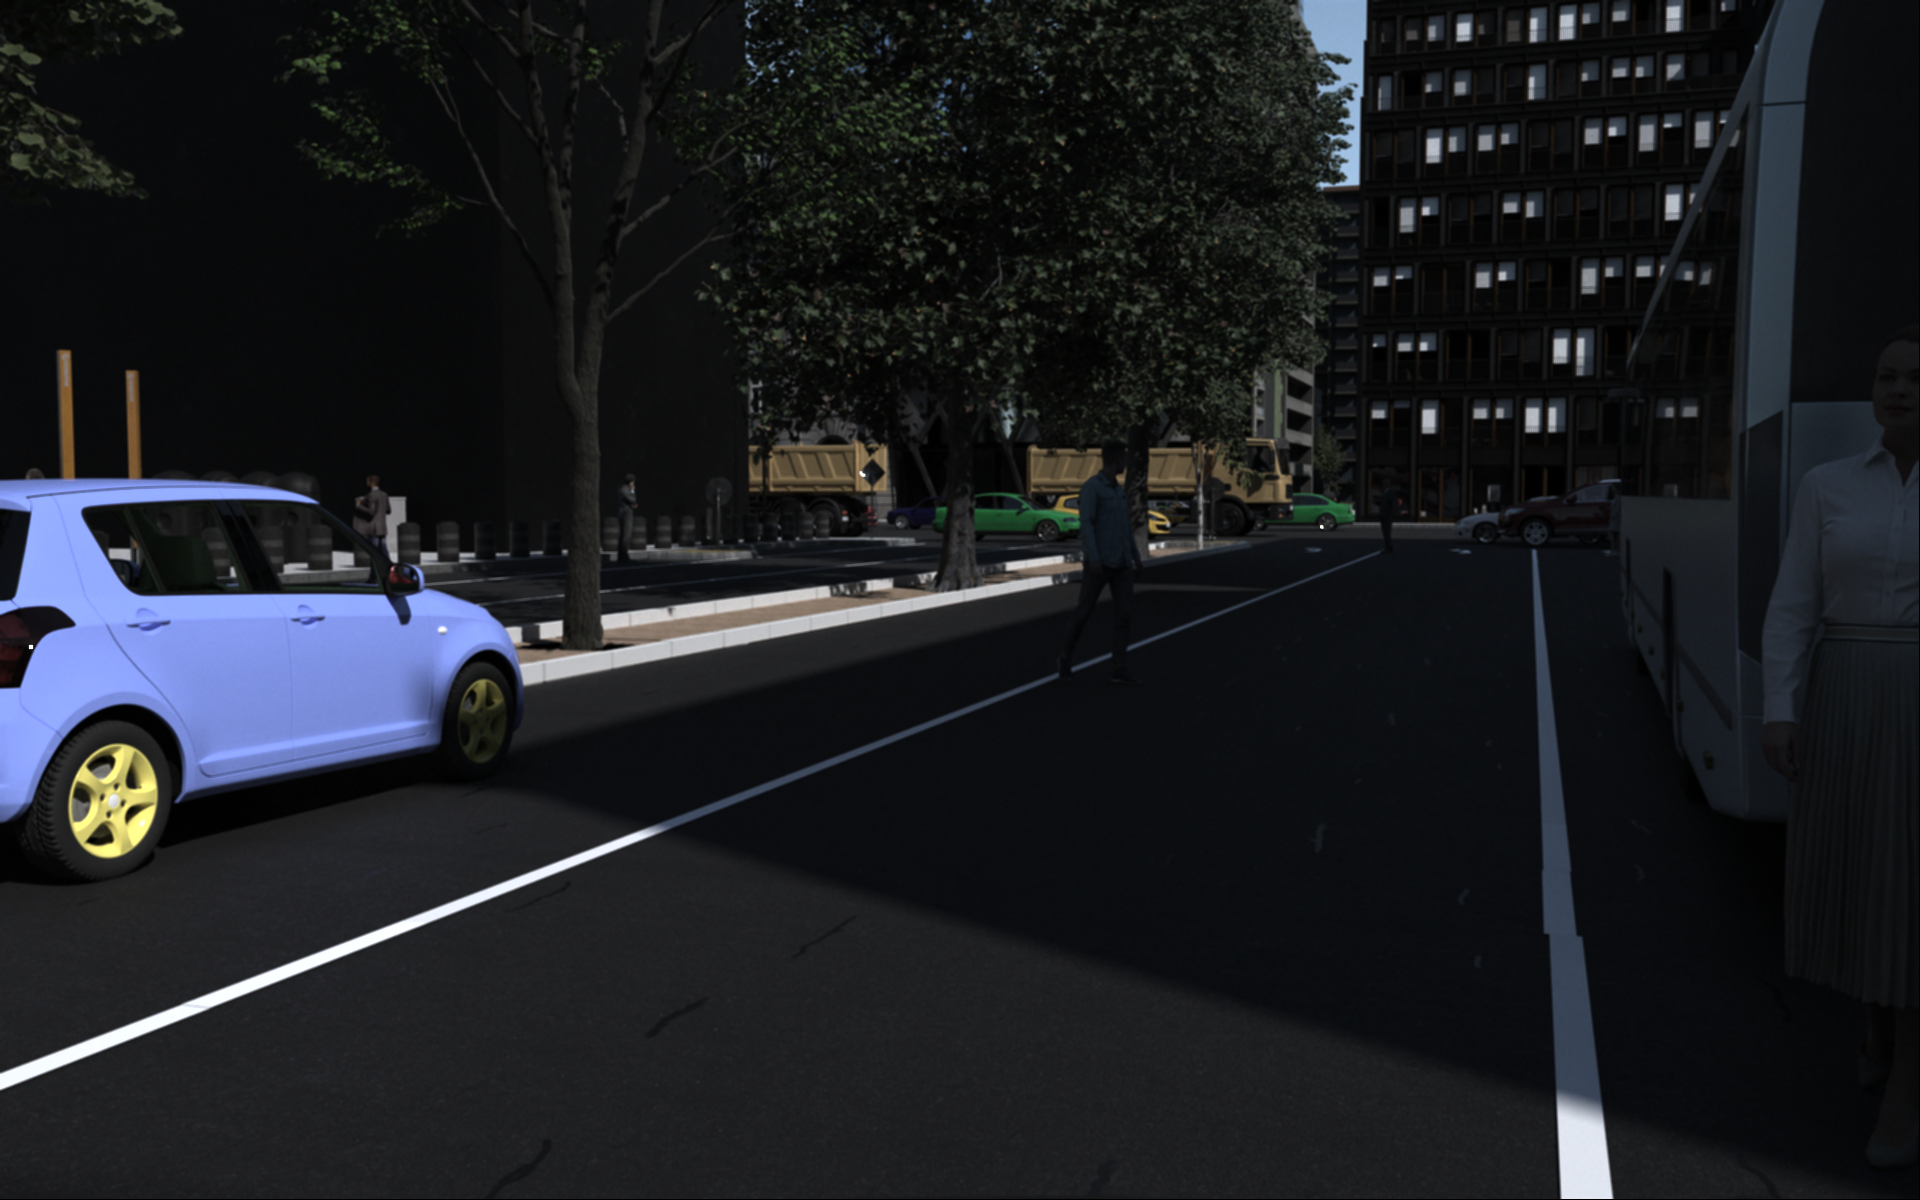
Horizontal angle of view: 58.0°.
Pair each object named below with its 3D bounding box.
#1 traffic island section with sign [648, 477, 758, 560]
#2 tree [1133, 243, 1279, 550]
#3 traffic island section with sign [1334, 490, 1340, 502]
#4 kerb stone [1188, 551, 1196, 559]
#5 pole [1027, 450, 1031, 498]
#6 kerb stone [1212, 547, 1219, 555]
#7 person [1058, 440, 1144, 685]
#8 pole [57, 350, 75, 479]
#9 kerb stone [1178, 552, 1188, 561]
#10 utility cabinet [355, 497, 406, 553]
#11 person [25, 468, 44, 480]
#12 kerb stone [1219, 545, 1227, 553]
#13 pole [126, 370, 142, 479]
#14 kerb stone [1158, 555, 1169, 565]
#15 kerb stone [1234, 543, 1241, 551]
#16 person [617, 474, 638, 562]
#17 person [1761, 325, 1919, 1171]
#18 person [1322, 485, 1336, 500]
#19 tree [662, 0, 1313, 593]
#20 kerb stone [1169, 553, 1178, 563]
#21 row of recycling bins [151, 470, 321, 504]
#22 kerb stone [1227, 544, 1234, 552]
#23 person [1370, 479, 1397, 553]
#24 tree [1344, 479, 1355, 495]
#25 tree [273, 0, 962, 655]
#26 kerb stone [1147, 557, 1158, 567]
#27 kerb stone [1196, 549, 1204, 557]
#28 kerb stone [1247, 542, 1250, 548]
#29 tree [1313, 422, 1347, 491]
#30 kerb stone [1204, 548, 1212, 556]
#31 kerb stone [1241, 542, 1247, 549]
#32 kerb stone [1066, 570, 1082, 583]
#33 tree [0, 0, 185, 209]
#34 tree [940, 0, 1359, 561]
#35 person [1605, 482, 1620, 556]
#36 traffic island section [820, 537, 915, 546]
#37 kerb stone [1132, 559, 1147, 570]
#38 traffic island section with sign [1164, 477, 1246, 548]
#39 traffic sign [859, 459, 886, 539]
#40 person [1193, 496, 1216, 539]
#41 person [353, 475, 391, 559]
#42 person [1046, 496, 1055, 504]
[{"bbox_3d":[-5.632,-1.842,38.748,1.989,1.847,2.006,1,4,18],"label":"traffic island section with sign"},{"bbox_3d":[6.030,-5.535,43.311,4.737,8.622,4.395,0,3,0],"label":"tree"},{"bbox_3d":[35.795,-9.537,164.563,1.989,1.847,2.006,1,4,18],"label":"traffic island section with sign"},{"bbox_3d":[4.986,-0.969,38.092,0.120,0.150,1.000,1,4,18],"label":"kerb stone"},{"bbox_3d":[3.183,-5.263,79.894,0.158,3.312,0.155,0,3,0],"label":"pole"},{"bbox_3d":[5.941,-1.152,41.024,0.120,0.150,1.000,1,4,18],"label":"kerb stone"},{"bbox_3d":[1.093,-0.296,13.209,0.638,1.841,0.748,-3,4,-36],"label":"person"},{"bbox_3d":[-12.708,-1.885,24.656,0.158,3.312,0.155,0,3,0],"label":"pole"},{"bbox_3d":[4.670,-0.913,37.115,0.120,0.150,1.000,1,4,18],"label":"kerb stone"},{"bbox_3d":[-12.571,-1.618,37.623,1.020,1.237,0.306,-3,5,-43],"label":"utility cabinet"},{"bbox_3d":[-10.852,-0.683,20.417,0.760,1.731,0.466,2,4,30],"label":"person"},{"bbox_3d":[6.274,-1.211,42.002,0.120,0.150,1.000,1,4,18],"label":"kerb stone"},{"bbox_3d":[-13.656,-2.130,28.670,0.158,3.312,0.155,0,3,0],"label":"pole"},{"bbox_3d":[4.023,-0.787,35.153,0.120,0.150,1.000,1,4,18],"label":"kerb stone"},{"bbox_3d":[6.916,-1.331,43.959,0.120,0.150,1.000,1,4,18],"label":"kerb stone"},{"bbox_3d":[-6.977,-1.719,36.407,0.447,1.846,0.655,-2,4,-30],"label":"person"},{"bbox_3d":[2.095,0.296,3.889,0.478,1.798,0.641,3,5,39],"label":"person"},{"bbox_3d":[14.706,-3.698,69.093,0.598,1.807,0.434,1,4,9],"label":"person"},{"bbox_3d":[0.022,-6.464,25.146,9.611,12.733,9.660,0,3,0],"label":"tree"},{"bbox_3d":[4.343,-0.853,36.137,0.120,0.150,1.000,1,4,18],"label":"kerb stone"},{"bbox_3d":[-12.941,-1.471,31.156,1.069,1.692,3.534,2,4,25],"label":"row of recycling bins"},{"bbox_3d":[6.589,-1.271,42.979,0.120,0.150,1.000,1,4,18],"label":"kerb stone"},{"bbox_3d":[10.424,-2.074,42.586,0.590,1.801,0.661,-1,4,-18],"label":"person"},{"bbox_3d":[45.418,-12.689,202.060,1.663,3.219,1.824,0,3,0],"label":"tree"},{"bbox_3d":[-3.414,-5.335,15.435,9.928,11.665,9.643,0,3,0],"label":"tree"},{"bbox_3d":[3.702,-0.733,34.178,0.120,0.150,1.000,1,4,18],"label":"kerb stone"},{"bbox_3d":[5.306,-1.029,39.067,0.120,0.150,1.000,1,4,18],"label":"kerb stone"},{"bbox_3d":[7.563,-1.451,45.911,0.120,0.150,1.000,1,4,18],"label":"kerb stone"},{"bbox_3d":[37.361,-13.851,176.819,4.737,8.622,4.395,0,3,0],"label":"tree"},{"bbox_3d":[5.629,-1.092,40.046,0.120,0.150,1.000,1,4,18],"label":"kerb stone"},{"bbox_3d":[7.236,-1.386,44.934,0.120,0.150,1.000,1,4,18],"label":"kerb stone"},{"bbox_3d":[1.770,-0.370,28.322,0.120,0.150,1.000,1,4,18],"label":"kerb stone"},{"bbox_3d":[-6.377,-5.293,7.126,7.486,12.596,7.792,0,3,0],"label":"tree"},{"bbox_3d":[3.605,-7.722,35.375,9.857,13.997,8.962,0,3,0],"label":"tree"},{"bbox_3d":[15.183,-1.869,40.069,0.522,1.701,0.512,1,4,13],"label":"person"},{"bbox_3d":[-2.522,-1.650,49.265,2.009,0.180,2.903,1,4,18],"label":"traffic island section"},{"bbox_3d":[3.378,-0.673,33.204,0.120,0.150,1.000,1,4,18],"label":"kerb stone"},{"bbox_3d":[6.672,-2.346,46.499,2.006,1.907,1.989,1,4,18],"label":"traffic island section with sign"},{"bbox_3d":[-2.497,-2.786,49.195,0.795,2.450,0.064,1,4,18],"label":"traffic sign"},{"bbox_3d":[7.910,-2.839,55.637,0.841,1.734,0.376,3,5,40],"label":"person"},{"bbox_3d":[-9.008,-1.054,26.555,0.431,1.722,0.655,1,4,17],"label":"person"},{"bbox_3d":[3.734,-3.649,68.428,0.573,1.790,0.520,2,4,26],"label":"person"}]
